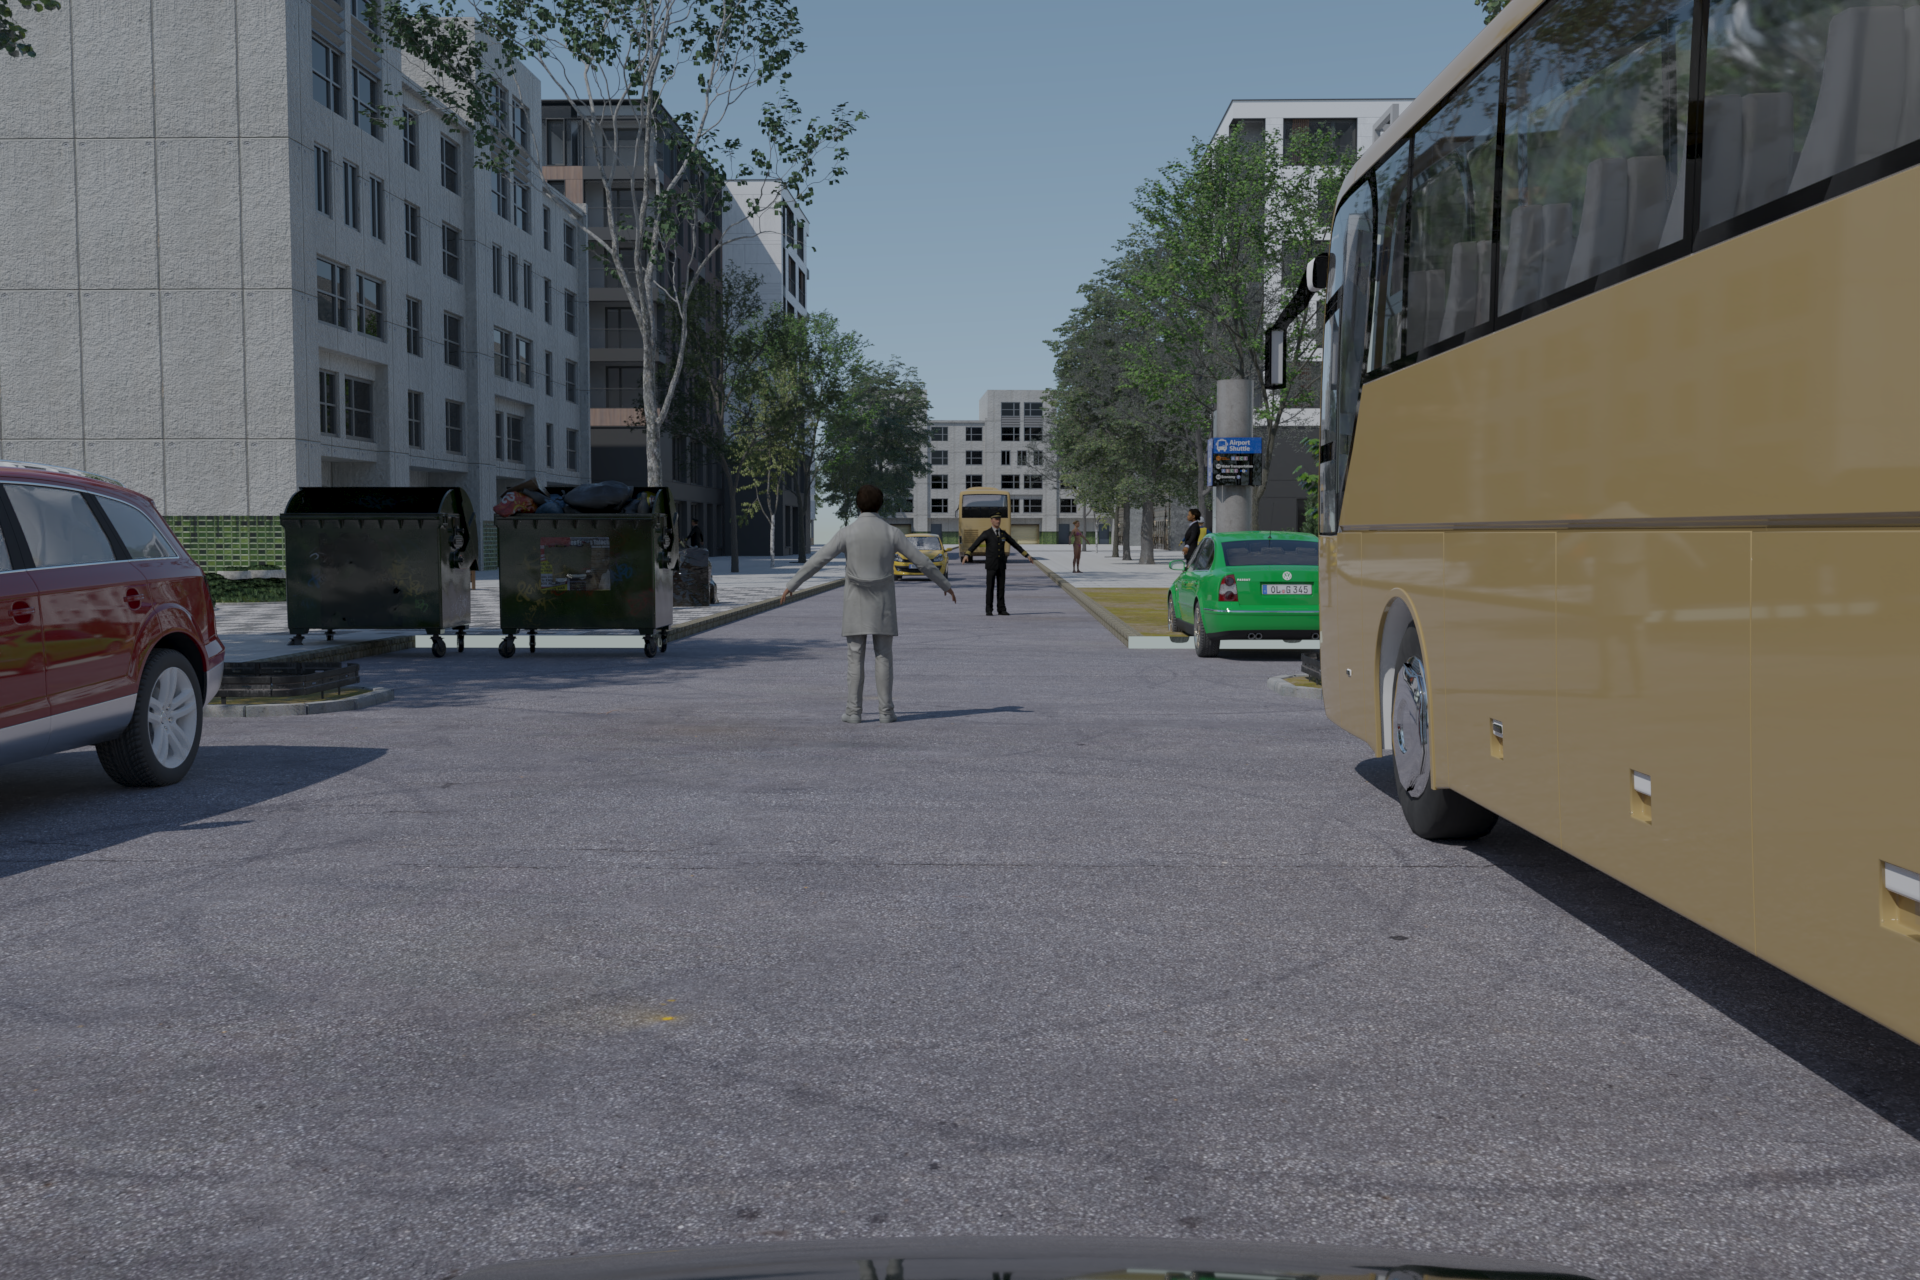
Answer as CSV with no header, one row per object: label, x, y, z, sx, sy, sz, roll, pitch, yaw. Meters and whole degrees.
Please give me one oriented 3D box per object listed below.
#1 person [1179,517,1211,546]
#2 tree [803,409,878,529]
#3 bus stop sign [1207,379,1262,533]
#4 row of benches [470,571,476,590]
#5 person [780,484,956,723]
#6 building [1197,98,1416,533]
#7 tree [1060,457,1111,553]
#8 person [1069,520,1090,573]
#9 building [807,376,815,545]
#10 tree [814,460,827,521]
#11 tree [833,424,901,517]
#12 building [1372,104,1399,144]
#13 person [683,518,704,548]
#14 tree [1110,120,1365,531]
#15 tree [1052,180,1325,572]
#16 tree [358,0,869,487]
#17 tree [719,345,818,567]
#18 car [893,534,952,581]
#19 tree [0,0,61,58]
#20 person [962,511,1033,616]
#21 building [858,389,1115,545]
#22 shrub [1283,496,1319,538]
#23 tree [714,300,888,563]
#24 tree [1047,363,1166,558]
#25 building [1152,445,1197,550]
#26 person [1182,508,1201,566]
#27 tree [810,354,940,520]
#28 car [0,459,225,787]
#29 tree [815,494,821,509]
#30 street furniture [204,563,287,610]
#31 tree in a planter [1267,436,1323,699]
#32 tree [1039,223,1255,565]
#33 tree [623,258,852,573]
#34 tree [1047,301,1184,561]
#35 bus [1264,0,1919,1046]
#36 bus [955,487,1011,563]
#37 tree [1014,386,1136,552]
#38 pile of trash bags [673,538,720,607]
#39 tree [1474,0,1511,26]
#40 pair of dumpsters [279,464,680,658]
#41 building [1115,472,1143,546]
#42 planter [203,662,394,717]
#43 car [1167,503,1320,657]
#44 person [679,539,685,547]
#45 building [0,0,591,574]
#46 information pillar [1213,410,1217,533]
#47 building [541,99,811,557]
person,6.835,-2.617,49.257,1.216,1.772,0.721,0,4,3
tree,-6.124,-8.948,96.669,4.360,8.622,3.978,0,3,0
bus stop sign,4.714,-2.493,29.785,0.837,3.901,0.837,0,4,2
row of benches,-12.442,-1.554,40.871,1.422,0.672,4.104,-3,4,-36
person,-0.689,-0.278,13.187,1.347,1.806,0.705,0,4,-6
building,27.153,-15.518,97.697,27.936,21.610,32.646,0,4,2
tree,9.064,-10.165,116.562,4.737,8.622,4.395,0,3,0
person,3.931,-3.085,57.239,0.721,1.733,1.217,3,4,36
building,-22.160,-20.305,188.414,16.016,20.090,11.380,0,4,2
tree,-19.899,-18.045,213.156,7.486,12.596,7.792,0,3,0
tree,-6.788,-9.988,113.661,4.360,8.622,3.978,0,3,0
building,23.630,-13.523,77.528,16.016,20.090,11.380,0,4,1
person,-9.017,-3.234,58.818,0.705,1.837,1.347,1,4,21
tree,7.409,-7.145,42.573,9.928,11.665,9.643,0,3,0
tree,8.273,-9.040,58.180,12.009,13.543,11.850,0,3,0
tree,-8.466,-11.366,41.726,12.611,20.169,13.585,0,3,0
tree,-7.356,-7.151,67.288,4.737,8.622,4.395,0,3,0
car,-1.239,-2.685,54.131,2.015,1.641,3.980,0,4,1
tree,-11.789,-6.525,13.344,9.857,13.997,8.962,0,3,0
person,0.642,-1.350,30.467,1.347,1.837,0.705,-1,4,-22
building,2.907,-21.398,218.765,31.486,18.905,16.747,0,4,-3
shrub,5.894,-1.456,27.845,1.661,2.075,1.752,0,3,0
tree,-6.996,-9.219,76.494,9.928,11.665,9.643,0,3,0
tree,8.468,-10.327,94.600,9.928,11.665,9.643,0,3,0
building,25.811,-19.122,143.580,19.493,23.208,18.063,0,4,1
person,4.092,-1.486,31.023,0.721,1.740,1.216,1,4,12
tree,-6.297,-13.268,123.591,9.857,13.997,8.962,0,3,0
car,-5.523,0.017,8.393,2.281,1.827,5.304,0,4,1
tree,-19.605,-16.498,220.097,4.737,8.622,4.395,0,3,0
street furniture,-14.146,-1.073,33.167,5.734,0.657,10.072,1,4,16
tree in a planter,3.856,-1.131,15.707,1.991,3.239,1.994,0,4,1
tree,7.963,-10.154,72.681,9.857,13.997,8.962,0,3,0
tree,-7.422,-7.554,57.923,8.767,10.594,7.601,1,4,13
tree,8.117,-10.107,83.381,7.486,12.596,7.792,0,3,0
bus,3.273,-0.815,4.877,2.896,3.916,12.252,0,4,1
bus,1.193,-6.007,89.766,2.896,3.916,12.252,0,3,0
tree,9.202,-13.187,125.975,12.009,13.543,11.850,0,3,0
pile of trash bags,-5.373,-1.275,30.591,1.912,1.369,3.447,0,4,3
tree,10.169,-6.988,20.914,9.857,13.997,8.962,0,3,0
pair of dumpsters,-5.614,-0.946,20.420,4.436,2.255,1.574,0,4,1
building,27.171,-22.091,192.110,19.493,23.208,18.063,0,4,1
planter,-5.903,0.404,14.531,1.991,0.319,1.994,0,4,1
car,3.644,-0.776,21.484,1.959,1.807,4.718,0,4,0
person,-8.464,-2.626,49.069,1.346,1.812,0.704,1,4,11
building,-24.929,-11.829,59.864,16.747,18.905,31.486,0,4,2
information pillar,4.935,-2.519,32.504,0.184,3.620,1.656,0,4,1
building,-24.246,-15.551,98.235,27.936,21.610,32.646,0,4,2
